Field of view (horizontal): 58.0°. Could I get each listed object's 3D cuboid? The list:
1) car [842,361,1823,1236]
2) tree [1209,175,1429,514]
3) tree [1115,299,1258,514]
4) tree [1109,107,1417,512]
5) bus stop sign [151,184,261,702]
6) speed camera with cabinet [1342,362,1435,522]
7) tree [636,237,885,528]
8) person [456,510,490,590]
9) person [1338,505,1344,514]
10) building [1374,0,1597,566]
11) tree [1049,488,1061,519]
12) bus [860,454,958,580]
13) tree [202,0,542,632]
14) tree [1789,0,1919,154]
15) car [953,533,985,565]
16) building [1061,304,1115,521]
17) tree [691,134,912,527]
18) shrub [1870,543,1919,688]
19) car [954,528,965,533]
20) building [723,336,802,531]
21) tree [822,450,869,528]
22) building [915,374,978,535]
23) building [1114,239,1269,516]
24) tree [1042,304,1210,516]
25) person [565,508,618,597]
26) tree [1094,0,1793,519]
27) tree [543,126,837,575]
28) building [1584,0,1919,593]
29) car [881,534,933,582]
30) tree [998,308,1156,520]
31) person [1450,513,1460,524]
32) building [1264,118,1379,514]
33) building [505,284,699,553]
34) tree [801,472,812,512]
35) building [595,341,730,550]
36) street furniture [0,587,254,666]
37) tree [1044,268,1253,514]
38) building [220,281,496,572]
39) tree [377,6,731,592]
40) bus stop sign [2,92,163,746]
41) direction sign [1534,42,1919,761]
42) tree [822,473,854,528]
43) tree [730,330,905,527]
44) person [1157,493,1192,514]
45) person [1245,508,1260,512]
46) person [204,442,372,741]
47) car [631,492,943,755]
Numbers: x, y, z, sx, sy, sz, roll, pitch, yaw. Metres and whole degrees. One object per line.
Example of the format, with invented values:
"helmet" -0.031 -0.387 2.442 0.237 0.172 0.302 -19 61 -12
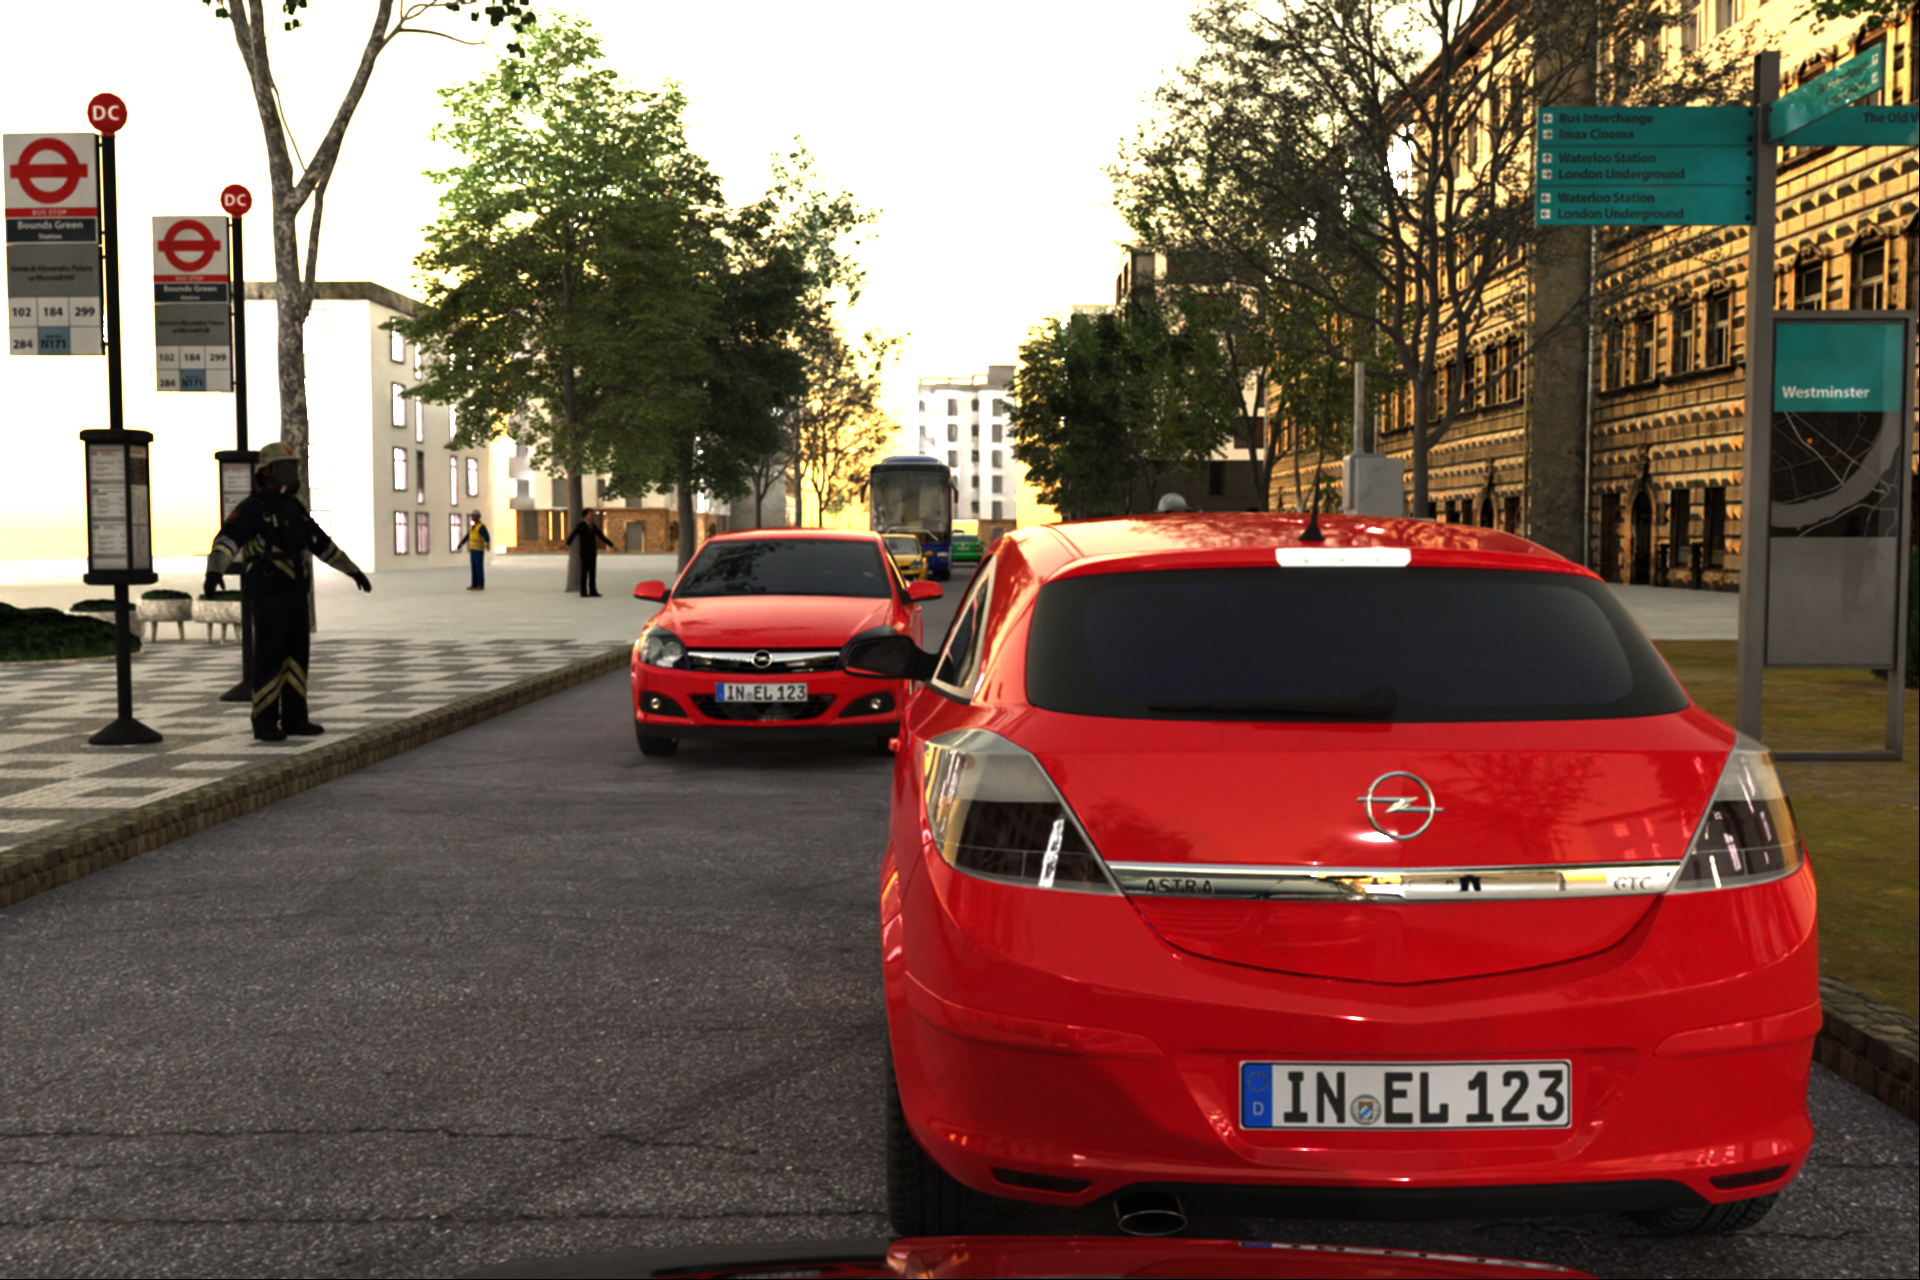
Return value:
"car" 0.710 0.245 5.032 2.155 1.783 4.494 0 4 -1
"tree" 7.231 -5.202 35.416 4.737 8.622 4.395 0 3 0
"tree" 7.157 -6.255 52.629 4.737 8.622 4.395 0 3 0
"tree" 7.499 -7.166 42.924 9.928 11.665 9.643 0 3 0
"bus stop sign" -5.733 -1.505 13.304 0.855 3.939 0.416 0 4 -1
"speed camera with cabinet" 4.788 -1.529 19.333 0.660 3.252 2.038 0 4 0
"tree" -8.135 -9.756 69.885 12.009 13.543 11.850 0 3 0
"person" -11.108 -2.064 39.719 1.349 1.833 0.705 3 5 44
"person" 7.379 -1.685 33.404 0.705 1.847 1.347 0 4 8
"building" 24.738 -13.728 55.378 19.493 23.208 18.063 0 4 1
"tree" 12.496 -14.988 195.421 4.360 8.622 3.978 0 3 0
"bus" -1.488 -3.991 56.807 2.896 3.916 12.251 0 3 0
"tree" -7.334 -10.120 21.345 12.611 20.169 13.585 0 3 0
"tree" 11.175 -5.453 14.916 9.928 11.665 9.643 0 3 0
"car" 0.146 -4.127 76.273 1.959 1.807 4.718 0 4 0
"building" 23.774 -19.977 170.597 27.936 21.610 32.646 0 3 0
"tree" -8.733 -14.009 84.936 12.611 20.169 13.585 0 3 0
"shrub" 8.032 -0.207 14.499 1.383 1.207 1.383 0 3 0
"car" -0.498 -5.995 106.692 2.281 1.827 5.304 0 4 -1
"building" -25.576 -20.705 169.458 19.493 23.208 18.063 0 4 -1
"tree" -12.038 -15.725 191.521 7.601 10.594 8.767 0 4 -8
"building" -4.692 -20.687 197.112 11.380 20.090 16.016 0 4 -5
"building" 25.890 -17.894 136.535 27.936 21.610 32.646 0 4 0
"tree" 7.488 -9.302 77.840 9.928 11.665 9.643 0 3 0
"person" -7.571 -1.785 35.374 0.705 1.806 1.347 3 4 37
"tree" 7.136 -7.085 26.204 12.009 13.543 11.850 0 3 0
"tree" -8.656 -9.042 54.495 9.857 13.997 8.962 0 3 0
"building" 26.064 -12.606 37.038 19.493 23.208 18.063 0 4 1
"car" -1.670 -2.014 43.150 2.015 1.641 3.980 0 4 0
"tree" 6.931 -11.665 97.386 9.857 13.997 8.962 0 3 0
"person" 10.702 -1.866 37.228 0.721 1.740 1.216 -2 4 -34
"building" 24.204 -14.957 75.482 19.493 23.208 18.063 0 3 0
"building" -25.216 -16.125 120.069 16.016 20.090 11.380 0 4 1
"tree" -18.122 -14.943 194.680 4.360 8.622 3.978 0 3 0
"building" -25.671 -17.524 142.936 16.016 20.090 11.380 0 4 0
"street furniture" -12.845 -0.287 20.322 10.072 0.657 5.734 2 4 28
"tree" 6.647 -7.791 61.791 8.767 10.594 7.601 2 4 25
"building" -23.847 -7.921 71.661 9.099 9.664 28.070 0 4 1
"tree" -8.852 -7.356 38.394 7.486 12.596 7.792 0 3 0
"bus stop sign" -5.372 -1.338 10.583 0.855 3.939 0.416 0 4 1
"direction sign" 4.468 -1.248 9.168 2.525 3.948 1.411 0 4 1
"tree" -14.030 -15.218 199.183 4.737 8.622 4.395 0 3 0
"tree" -8.021 -11.609 100.173 12.009 13.543 11.850 0 3 0
"person" 1.873 -0.344 14.547 0.721 1.772 1.216 -1 4 -15
"person" 6.024 -1.817 35.850 1.345 1.843 0.704 -3 5 -42
"person" -4.255 -0.312 10.885 0.705 1.856 1.354 1 4 23
"car" -1.197 -0.216 12.569 2.155 1.783 4.494 0 3 0
